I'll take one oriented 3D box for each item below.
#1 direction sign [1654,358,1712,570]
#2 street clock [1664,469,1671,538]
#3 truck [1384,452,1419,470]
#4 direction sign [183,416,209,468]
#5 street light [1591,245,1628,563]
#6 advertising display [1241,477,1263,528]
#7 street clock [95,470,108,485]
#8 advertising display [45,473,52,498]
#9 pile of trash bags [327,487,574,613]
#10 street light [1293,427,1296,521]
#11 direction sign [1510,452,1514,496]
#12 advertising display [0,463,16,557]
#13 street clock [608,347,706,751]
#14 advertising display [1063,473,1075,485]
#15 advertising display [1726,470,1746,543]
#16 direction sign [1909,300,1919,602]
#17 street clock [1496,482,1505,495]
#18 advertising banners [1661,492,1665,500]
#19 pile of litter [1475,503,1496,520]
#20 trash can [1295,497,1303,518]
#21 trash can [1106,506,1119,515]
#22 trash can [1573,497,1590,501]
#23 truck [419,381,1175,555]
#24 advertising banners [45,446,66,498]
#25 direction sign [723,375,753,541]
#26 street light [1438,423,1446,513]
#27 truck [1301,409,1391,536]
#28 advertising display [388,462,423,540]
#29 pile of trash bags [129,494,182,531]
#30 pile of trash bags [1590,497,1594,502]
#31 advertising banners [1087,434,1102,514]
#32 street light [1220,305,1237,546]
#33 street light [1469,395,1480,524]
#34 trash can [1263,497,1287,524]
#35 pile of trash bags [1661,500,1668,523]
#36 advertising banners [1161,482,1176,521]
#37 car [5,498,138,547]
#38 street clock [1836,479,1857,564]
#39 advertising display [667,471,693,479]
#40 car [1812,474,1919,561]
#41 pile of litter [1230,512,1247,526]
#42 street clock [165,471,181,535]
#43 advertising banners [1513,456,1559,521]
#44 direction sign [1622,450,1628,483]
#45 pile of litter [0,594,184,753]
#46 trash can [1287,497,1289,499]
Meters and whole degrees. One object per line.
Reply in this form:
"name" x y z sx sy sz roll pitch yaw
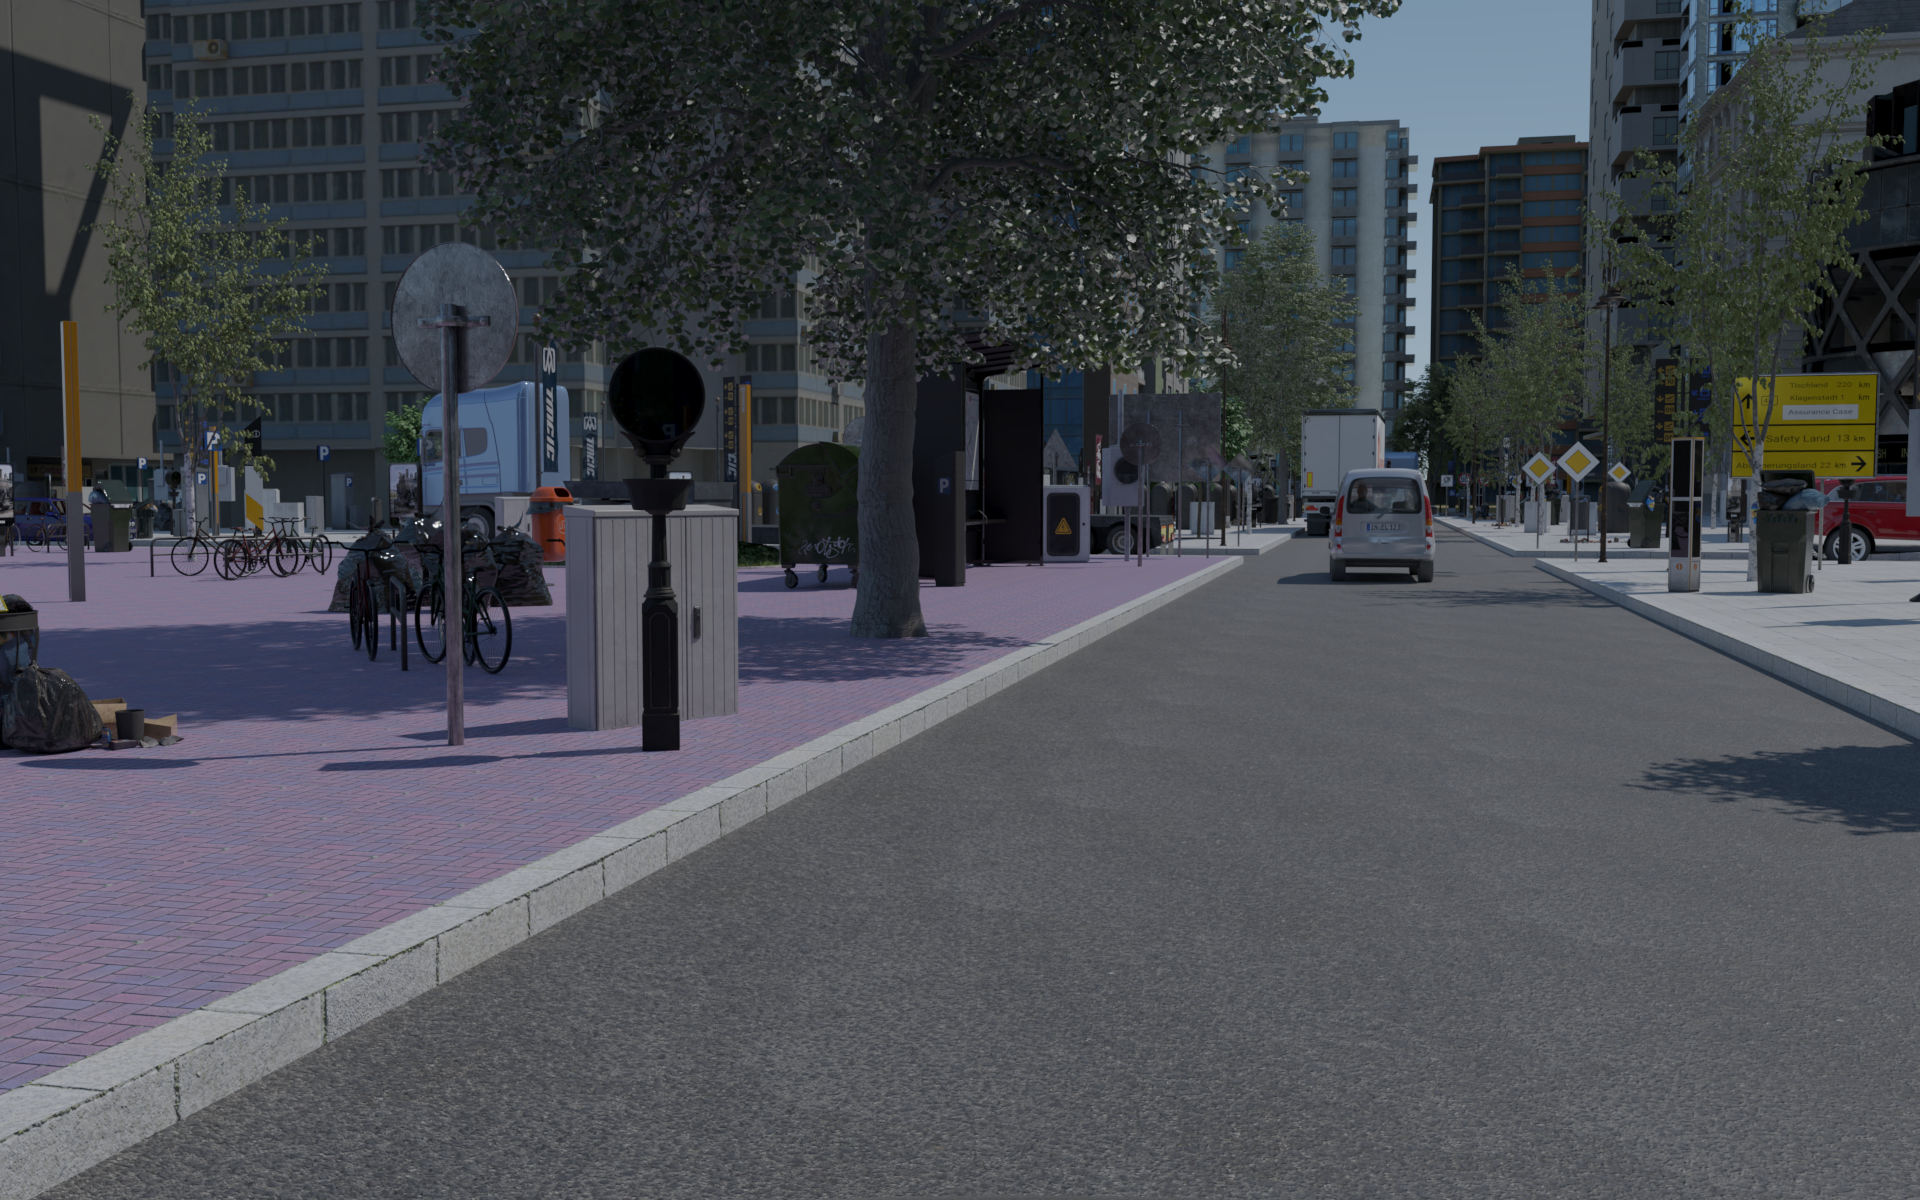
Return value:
"direction sign" 12.066 -2.261 28.971 0.876 3.537 0.379 1 4 18
"street clock" 20.876 -2.835 50.931 0.358 2.002 0.471 1 4 14
"truck" 26.773 -7.083 105.564 2.967 4.110 18.799 1 4 14
"direction sign" -22.360 -3.595 50.768 0.379 3.537 0.876 1 4 22
"street light" 12.057 -3.640 32.307 0.468 5.910 1.993 1 4 13
"advertising display" 11.070 -3.698 65.682 0.974 1.923 0.123 -2 4 -30
"street clock" -25.369 -2.855 51.246 0.358 2.002 0.471 -1 4 -9
"advertising display" -28.007 -2.937 53.242 0.123 1.923 0.974 -2 4 -25
"pile of trash bags" -5.565 -0.633 20.100 1.912 1.369 3.447 1 4 21
"street light" 15.683 -6.623 81.080 0.468 5.910 1.993 1 4 13
"direction sign" 29.460 -6.148 92.512 0.379 3.537 0.876 2 4 28
"advertising display" -19.643 -1.839 35.278 0.123 1.923 0.974 1 4 10
"street clock" -1.506 -0.251 8.677 0.471 2.002 0.358 -1 4 -8
"advertising display" 3.390 -2.974 53.845 0.123 1.923 0.974 1 4 20
"advertising display" 20.504 -2.482 45.788 0.123 1.923 0.974 0 4 3
"direction sign" 11.504 -1.743 20.492 0.876 3.537 0.379 -2 4 -34
"street clock" 29.760 -5.549 95.301 0.471 2.002 0.358 -1 4 -9
"advertising banners" 36.785 -5.725 89.790 2.074 3.025 0.090 -3 4 -38
"pile of litter" 26.451 -4.446 86.661 1.719 0.858 1.176 0 4 -2
"trash can" 18.002 -4.949 92.566 0.748 1.137 0.748 0 3 0
"trash can" 6.807 -4.016 77.311 0.748 1.137 0.748 0 3 0
"trash can" 27.819 -4.032 77.571 0.748 1.137 0.748 0 3 0
"truck" -4.458 -3.124 40.829 18.799 4.110 2.967 1 4 14
"advertising banners" -33.083 -4.083 62.952 2.074 3.025 0.090 1 4 11
"direction sign" -4.267 -2.527 33.317 0.379 3.537 0.876 -3 5 -45
"street light" 31.344 -8.566 112.843 0.468 5.910 1.993 1 4 13
"truck" 13.969 -4.498 62.457 2.839 4.237 11.283 1 4 15
"advertising display" -11.398 -1.860 35.630 0.974 1.923 0.123 3 4 36
"pile of trash bags" -28.642 -3.142 61.125 3.447 1.369 1.912 2 4 27
"pile of trash bags" 37.967 -6.016 108.109 3.447 1.369 1.912 2 4 32
"advertising banners" 3.743 -3.301 50.163 0.090 3.025 2.074 2 4 26
"street light" 6.503 -4.271 42.612 0.468 5.910 1.993 1 4 13
"street light" 22.193 -6.230 74.648 0.468 5.910 1.993 1 4 13
"trash can" 13.443 -3.855 74.685 0.748 1.137 0.748 0 3 0
"pile of trash bags" 31.290 -4.165 77.857 3.447 1.369 1.912 2 4 30
"advertising banners" 10.196 -5.319 83.153 0.090 3.025 2.074 3 5 43
"car" -24.041 -2.053 46.148 3.894 1.354 1.945 1 4 14
"street clock" 16.179 -1.654 31.618 0.471 2.002 0.358 3 5 42
"advertising display" -7.798 -2.627 48.161 0.123 1.923 0.974 2 4 33
"car" 18.970 -1.570 34.344 5.304 1.827 2.281 1 4 11
"pile of litter" 11.494 -3.478 70.830 1.176 0.858 1.719 2 4 29
"street clock" -24.468 -3.018 53.922 0.358 2.002 0.471 1 4 18
"advertising banners" 26.770 -5.159 80.533 2.074 3.025 0.090 0 4 3
"direction sign" 33.825 -5.884 88.192 0.379 3.537 0.876 3 4 39
"pile of litter" -4.887 0.302 9.021 1.719 0.858 1.176 2 4 27
"trash can" 14.723 -4.154 79.567 0.748 1.137 0.748 0 3 0
